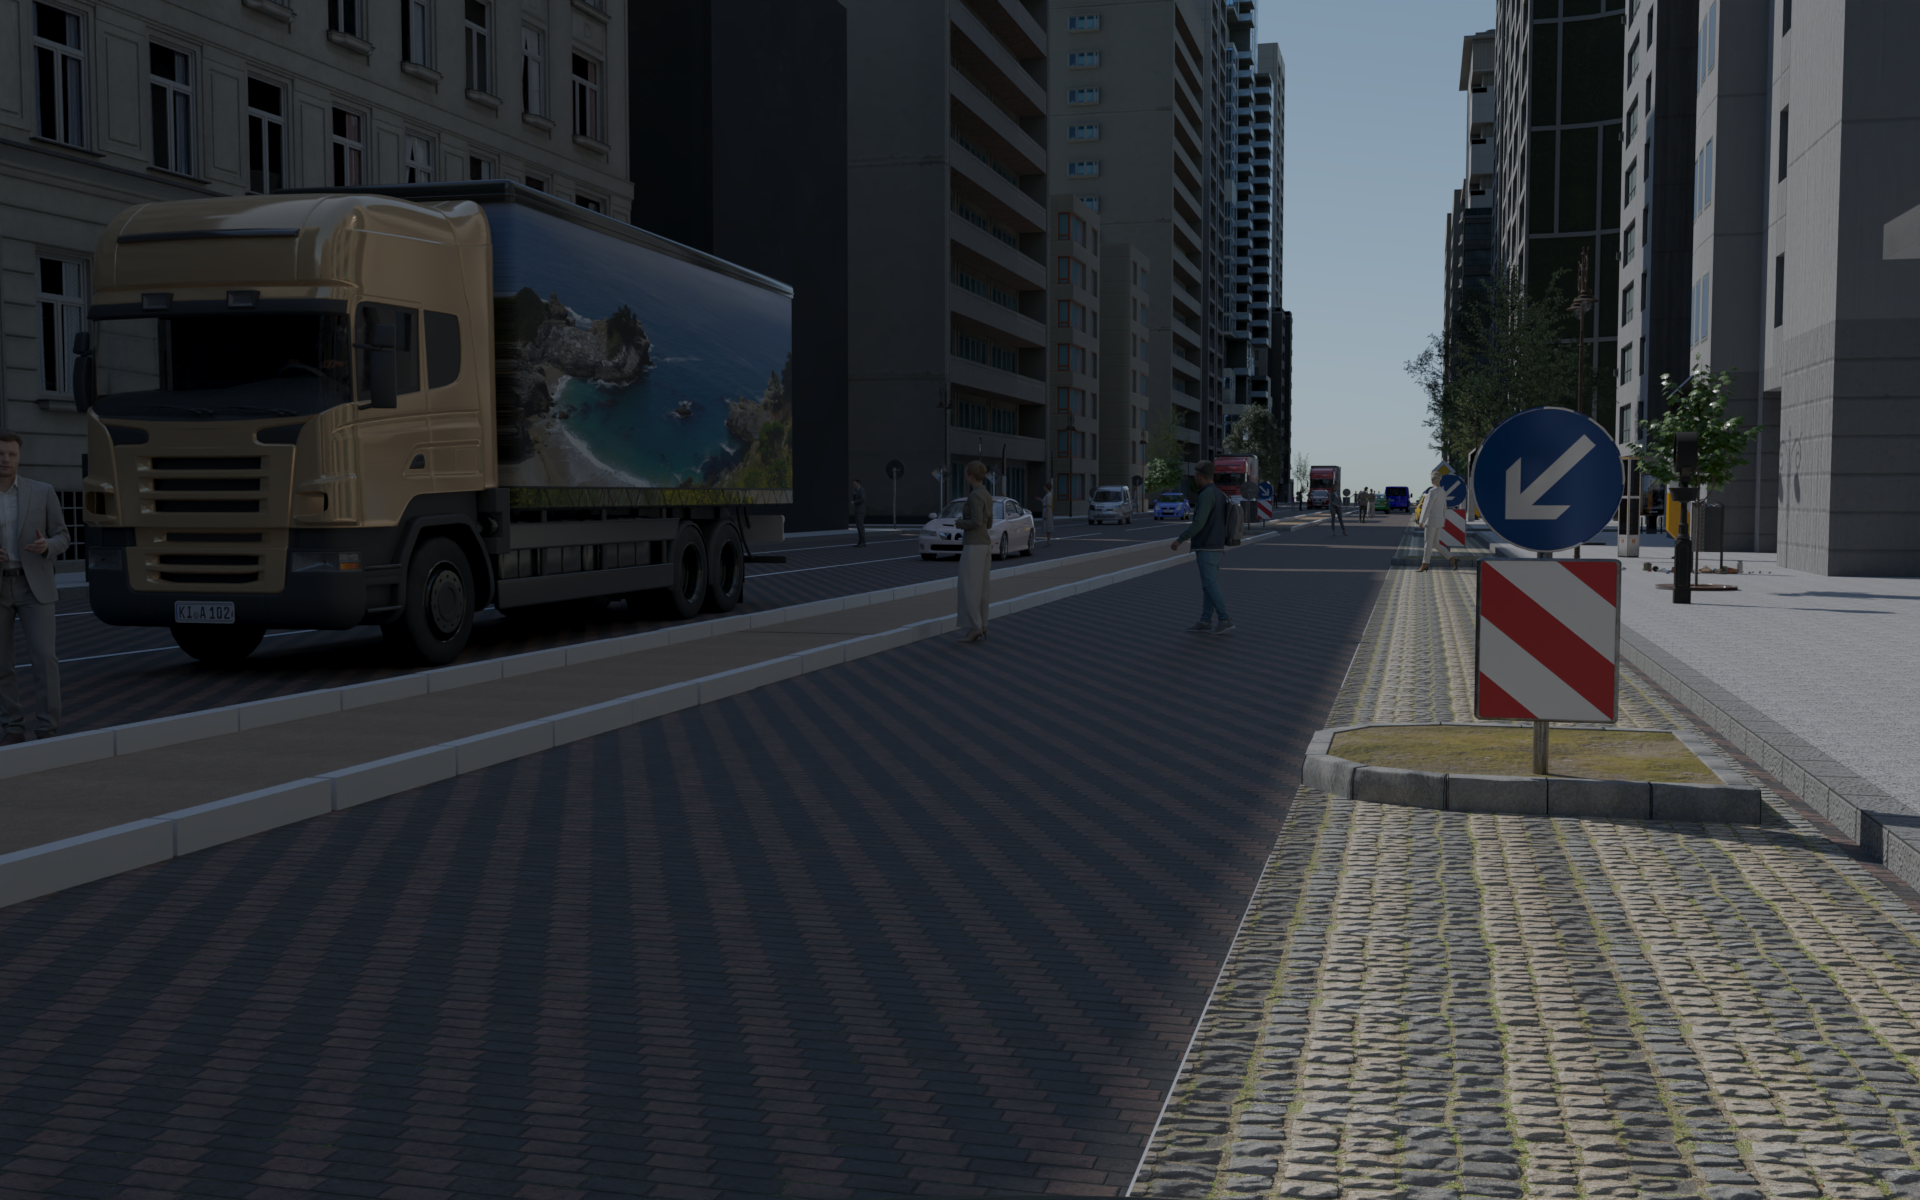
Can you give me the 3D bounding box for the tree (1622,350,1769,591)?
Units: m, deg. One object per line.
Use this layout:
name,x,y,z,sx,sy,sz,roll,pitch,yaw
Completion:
tree,9.971,-1.761,23.391,1.663,3.219,1.824,0,3,0

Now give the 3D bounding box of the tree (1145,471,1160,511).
tree,14.298,-8.411,132.124,1.663,3.219,1.824,0,3,0

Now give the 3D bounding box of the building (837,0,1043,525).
building,-8.221,-28.131,83.651,21.300,48.544,21.600,1,4,15

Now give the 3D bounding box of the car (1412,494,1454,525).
car,22.482,-4.391,82.021,2.015,1.641,3.980,1,4,13

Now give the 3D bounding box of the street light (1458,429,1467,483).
street light,32.955,-8.573,112.949,0.468,5.910,1.993,1,4,15

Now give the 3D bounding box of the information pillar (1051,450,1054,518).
information pillar,4.857,-6.113,91.309,0.183,3.616,0.504,0,4,4

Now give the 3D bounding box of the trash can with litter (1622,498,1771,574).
trash can with litter,11.945,-1.062,28.423,1.678,1.210,2.233,-3,4,-38

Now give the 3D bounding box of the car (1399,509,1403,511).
car,37.042,-8.443,148.260,2.015,1.641,3.980,1,4,16

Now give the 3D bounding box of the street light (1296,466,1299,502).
street light,53.539,-18.472,274.812,0.468,5.910,1.993,1,4,15

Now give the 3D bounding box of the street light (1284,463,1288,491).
street light,47.078,-16.970,250.242,0.468,5.910,1.993,1,4,15

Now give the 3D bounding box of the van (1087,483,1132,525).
van,7.114,-4.584,81.959,2.013,2.044,4.112,1,4,13

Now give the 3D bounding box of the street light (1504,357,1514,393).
street light,18.274,-5.180,57.481,0.468,5.910,1.993,1,4,15

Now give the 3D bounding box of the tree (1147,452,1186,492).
tree,15.998,-9.277,135.390,4.285,4.588,4.351,0,3,0

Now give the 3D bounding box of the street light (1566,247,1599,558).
street light,11.671,-3.658,32.588,0.468,5.910,1.993,1,4,15

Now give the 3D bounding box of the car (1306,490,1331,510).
car,33.301,-9.288,160.528,2.281,1.827,5.304,1,4,15

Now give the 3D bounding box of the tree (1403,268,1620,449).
tree,22.519,-8.348,70.905,8.767,10.594,7.601,1,4,12

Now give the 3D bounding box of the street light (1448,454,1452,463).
street light,46.071,-11.580,162.116,0.468,5.910,1.993,1,4,15

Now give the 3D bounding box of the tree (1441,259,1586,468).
tree,17.333,-6.302,53.403,4.737,8.622,4.395,0,3,0

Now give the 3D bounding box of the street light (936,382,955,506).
street light,-0.586,-6.029,71.357,0.468,5.910,1.993,1,4,15

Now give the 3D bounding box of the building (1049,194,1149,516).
building,-3.139,-16.662,117.467,27.650,21.520,28.899,1,4,15

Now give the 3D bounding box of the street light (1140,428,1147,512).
street light,12.834,-9.092,121.435,0.468,5.910,1.993,1,4,15

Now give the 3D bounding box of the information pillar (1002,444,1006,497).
information pillar,2.047,-5.430,80.128,0.183,3.616,0.504,1,4,13

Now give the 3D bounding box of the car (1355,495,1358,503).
car,67.746,-17.203,293.059,2.131,1.459,4.920,1,4,17

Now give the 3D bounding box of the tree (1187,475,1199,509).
tree,20.699,-9.634,152.124,1.663,3.219,1.824,0,3,0

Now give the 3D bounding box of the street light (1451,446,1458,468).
street light,39.585,-10.096,137.858,0.468,5.910,1.993,1,4,15

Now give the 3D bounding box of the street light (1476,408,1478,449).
street light,26.270,-7.057,88.166,0.468,5.910,1.993,1,4,15

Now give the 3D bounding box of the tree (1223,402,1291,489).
tree,36.554,-18.223,214.946,9.611,12.733,9.660,0,3,0

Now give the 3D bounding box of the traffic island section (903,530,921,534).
traffic island section,-0.707,-2.491,63.007,2.009,0.180,2.903,1,4,15

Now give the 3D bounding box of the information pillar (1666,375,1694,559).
information pillar,14.175,-2.613,34.079,0.504,3.616,0.183,-1,4,-10

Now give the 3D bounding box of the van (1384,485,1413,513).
van,34.309,-8.043,135.892,2.240,2.365,5.245,1,4,16

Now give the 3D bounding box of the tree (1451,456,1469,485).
tree,39.529,-9.202,134.168,4.285,4.588,4.351,0,3,0

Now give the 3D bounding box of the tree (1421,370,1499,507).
tree,42.408,-13.327,143.653,9.928,11.665,9.643,0,3,0

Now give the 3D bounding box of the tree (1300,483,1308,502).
tree,58.941,-18.585,298.467,1.663,3.219,1.824,0,3,0

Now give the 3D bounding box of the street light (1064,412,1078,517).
street light,6.134,-7.527,95.858,0.468,5.910,1.993,1,4,15

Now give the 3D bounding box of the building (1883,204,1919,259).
building,16.248,-23.301,0.586,23.786,49.044,30.456,1,4,15

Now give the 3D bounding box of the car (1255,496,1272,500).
car,26.459,-8.735,152.404,1.945,1.707,3.694,1,4,14

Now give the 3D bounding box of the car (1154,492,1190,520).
car,11.767,-5.296,96.177,1.945,1.707,3.694,1,4,14

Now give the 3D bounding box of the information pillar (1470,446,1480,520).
information pillar,25.183,-5.708,84.686,0.504,3.616,0.183,2,4,31

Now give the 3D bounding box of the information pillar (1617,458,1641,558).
information pillar,13.523,-1.865,34.987,0.304,2.012,0.304,-1,4,-19

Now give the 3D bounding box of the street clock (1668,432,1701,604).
street clock,8.467,-0.960,20.260,0.358,2.002,0.471,1,4,17

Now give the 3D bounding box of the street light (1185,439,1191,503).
street light,19.170,-10.553,145.331,0.468,5.910,1.993,1,4,15

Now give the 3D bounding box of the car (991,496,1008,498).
car,0.802,-2.597,54.825,2.083,1.381,4.827,1,4,13

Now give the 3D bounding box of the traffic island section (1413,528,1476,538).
traffic island section,16.342,-2.214,58.481,2.009,0.180,2.903,1,4,15

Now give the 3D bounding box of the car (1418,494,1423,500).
car,52.449,-11.351,194.391,1.959,1.807,4.718,1,4,16

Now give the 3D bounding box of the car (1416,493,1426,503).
car,26.229,-5.277,95.862,1.945,1.707,3.694,1,4,13

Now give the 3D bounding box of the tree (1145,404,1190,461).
tree,16.720,-11.635,140.602,4.737,8.622,4.395,0,3,0

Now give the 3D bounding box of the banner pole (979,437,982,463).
banner pole,0.890,-5.234,75.591,0.401,3.779,0.863,0,4,4

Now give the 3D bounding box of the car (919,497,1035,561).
car,0.446,-1.628,38.974,2.083,1.381,4.827,1,4,14

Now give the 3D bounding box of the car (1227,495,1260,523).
car,14.291,-4.647,88.340,2.083,1.381,4.827,1,4,13

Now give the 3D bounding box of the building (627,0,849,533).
building,-13.257,-13.981,58.274,15.834,23.373,12.332,1,4,15

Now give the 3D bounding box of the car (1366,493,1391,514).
car,29.991,-7.080,124.555,1.959,1.807,4.718,1,4,16

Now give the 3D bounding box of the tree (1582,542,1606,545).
tree,15.913,-3.015,43.899,1.663,3.219,1.824,0,3,0

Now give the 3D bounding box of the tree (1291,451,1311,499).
tree,57.927,-20.971,293.231,4.360,8.622,3.978,0,3,0

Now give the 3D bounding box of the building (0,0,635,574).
building,-19.734,-12.383,35.745,16.112,22.955,30.059,1,4,15

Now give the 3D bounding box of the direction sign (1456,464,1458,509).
direction sign,37.147,-8.416,129.593,0.379,3.537,0.876,0,4,8

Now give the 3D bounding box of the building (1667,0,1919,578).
building,27.214,-30.211,35.945,21.231,58.520,28.212,1,4,15

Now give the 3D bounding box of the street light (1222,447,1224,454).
street light,25.912,-12.099,170.612,0.468,5.910,1.993,1,4,15
